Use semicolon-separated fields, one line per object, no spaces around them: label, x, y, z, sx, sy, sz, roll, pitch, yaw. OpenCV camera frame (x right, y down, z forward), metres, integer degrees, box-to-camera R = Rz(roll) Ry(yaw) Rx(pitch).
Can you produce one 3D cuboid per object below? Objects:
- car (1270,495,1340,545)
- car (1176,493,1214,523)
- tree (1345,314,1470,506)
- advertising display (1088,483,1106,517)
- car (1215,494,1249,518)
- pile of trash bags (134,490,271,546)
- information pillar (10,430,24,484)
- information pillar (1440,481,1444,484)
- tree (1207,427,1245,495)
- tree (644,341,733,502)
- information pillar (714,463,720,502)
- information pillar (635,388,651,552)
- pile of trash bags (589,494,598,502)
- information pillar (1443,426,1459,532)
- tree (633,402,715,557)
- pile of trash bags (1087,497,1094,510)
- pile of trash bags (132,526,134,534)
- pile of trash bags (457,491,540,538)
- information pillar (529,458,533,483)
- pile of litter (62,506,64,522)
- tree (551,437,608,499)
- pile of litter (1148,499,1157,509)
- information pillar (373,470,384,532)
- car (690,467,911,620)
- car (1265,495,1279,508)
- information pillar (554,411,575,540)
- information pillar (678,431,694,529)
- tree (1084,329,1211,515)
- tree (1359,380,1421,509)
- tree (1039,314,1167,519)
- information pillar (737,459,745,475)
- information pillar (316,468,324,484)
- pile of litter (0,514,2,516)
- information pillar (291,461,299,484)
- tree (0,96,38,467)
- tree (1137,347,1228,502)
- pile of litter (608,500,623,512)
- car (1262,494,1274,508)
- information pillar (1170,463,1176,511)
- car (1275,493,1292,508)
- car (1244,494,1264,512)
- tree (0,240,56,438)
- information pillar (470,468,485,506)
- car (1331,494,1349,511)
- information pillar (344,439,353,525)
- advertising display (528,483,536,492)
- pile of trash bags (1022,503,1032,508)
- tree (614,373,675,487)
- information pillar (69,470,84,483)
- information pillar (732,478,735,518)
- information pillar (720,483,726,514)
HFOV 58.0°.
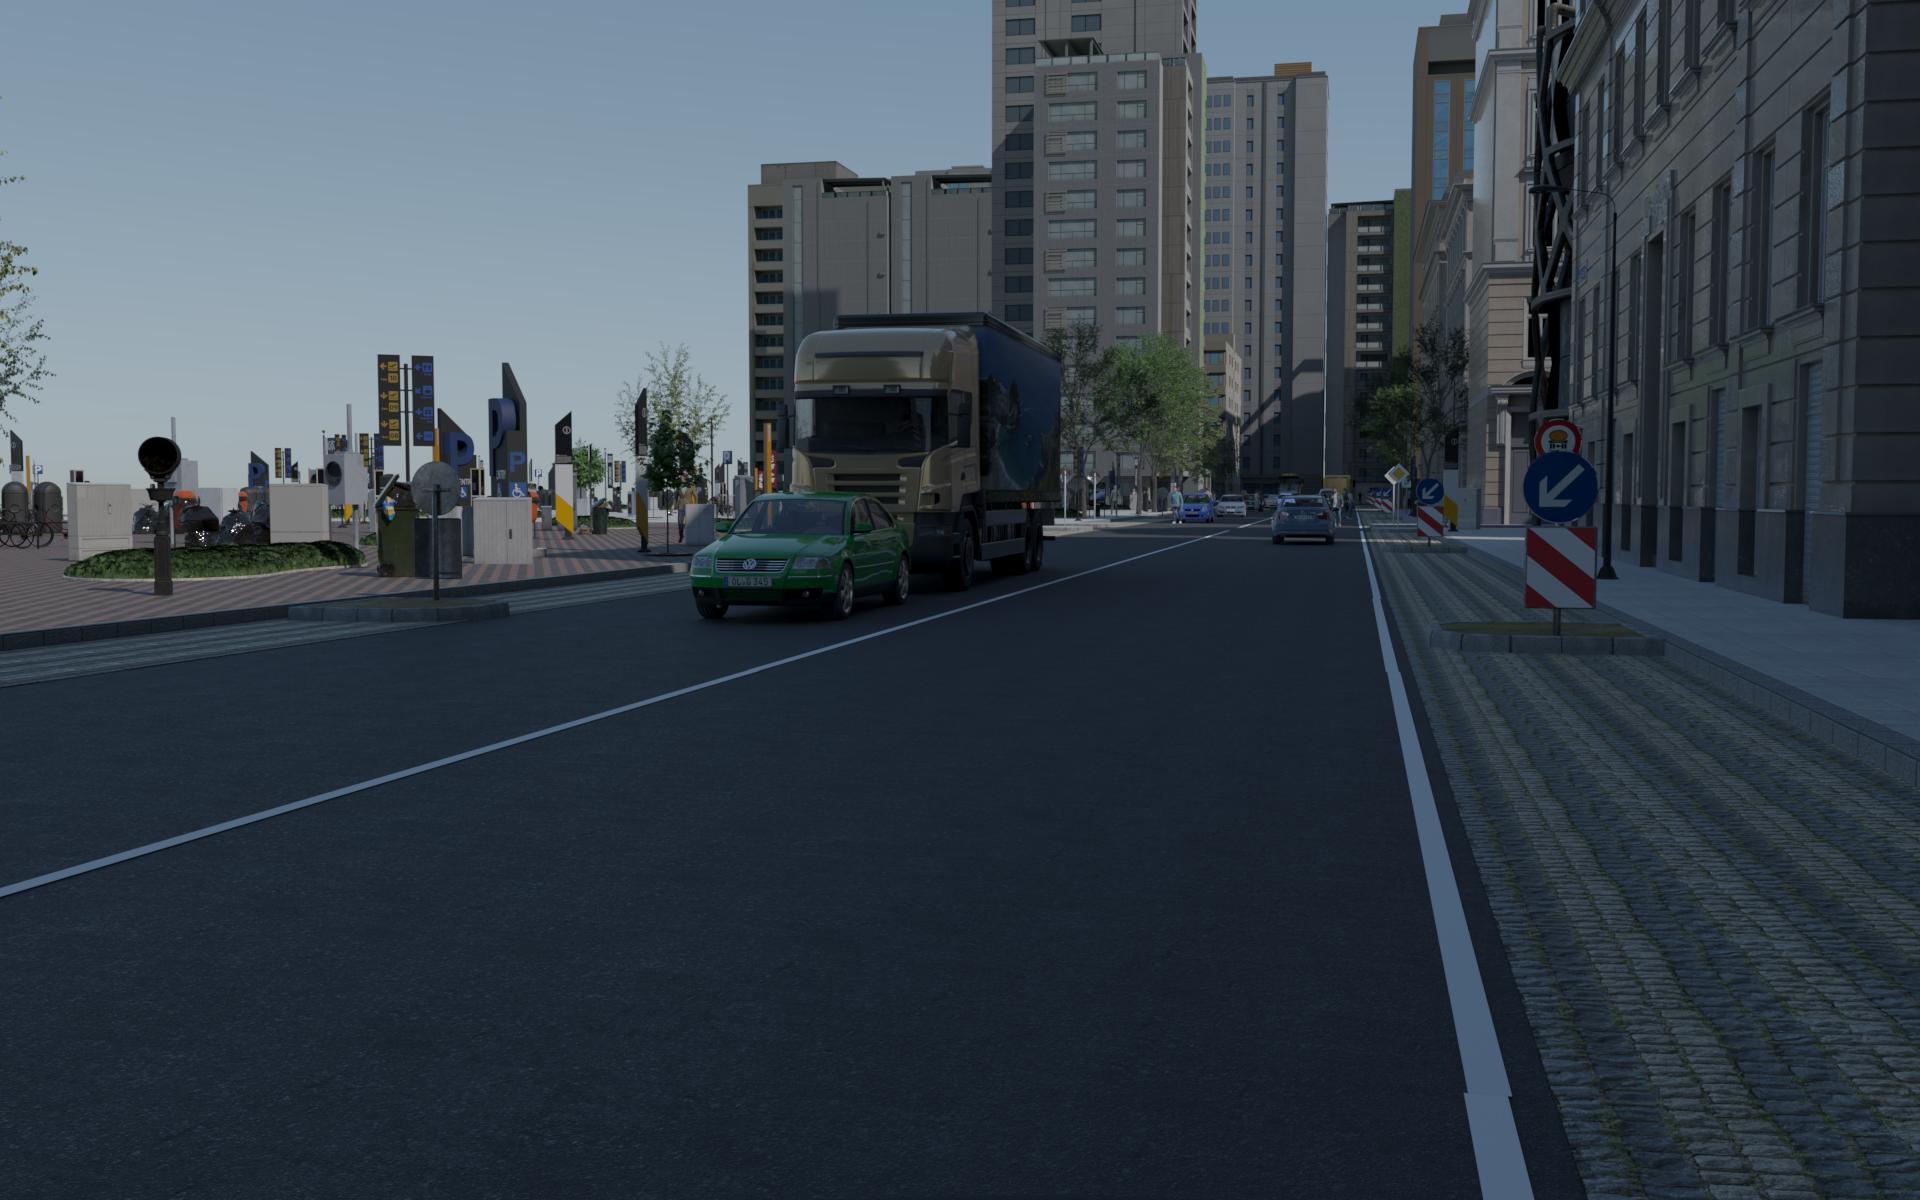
car;10.052;-2.359;50.571;2.014;1.417;4.499;1;4;13
car;11.890;-4.763;87.461;1.945;1.707;3.694;1;4;12
tree;24.379;-9.556;90.654;8.767;10.594;7.601;1;4;15
advertising display;7.662;-5.604;96.839;0.974;1.923;0.123;0;4;2
car;16.784;-5.795;106.754;2.014;1.417;4.499;1;4;12
pile of trash bags;-16.937;-1.822;39.545;3.447;1.369;1.912;2;4;35
information pillar;-34.340;-4.388;63.092;0.504;3.616;0.183;1;4;14
information pillar;27.422;-5.773;98.885;0.304;2.012;0.304;1;4;9
tree;29.386;-14.656;189.991;4.360;8.622;3.978;0;3;0
tree;-13.379;-8.132;83.322;4.737;8.622;4.395;0;3;0
information pillar;-18.568;-8.637;132.568;0.504;3.616;0.183;2;4;34
information pillar;-6.983;-2.854;38.010;0.183;3.616;0.504;1;4;14
pile of trash bags;-34.406;-9.205;160.254;1.912;1.369;3.447;-2;4;-27
information pillar;16.750;-4.139;59.029;0.504;3.616;0.183;1;4;9
tree;-6.150;-2.523;35.852;1.663;3.219;1.824;0;3;0
pile of trash bags;8.954;-7.726;136.075;3.447;1.369;1.912;0;4;-6
pile of trash bags;-25.720;-2.791;55.382;1.912;1.369;3.447;2;4;25
pile of trash bags;-13.855;-2.528;51.084;3.447;1.369;1.912;2;4;23
information pillar;-28.215;-7.492;113.856;0.183;3.616;0.504;-2;4;-33
pile of litter;-40.943;-3.924;78.118;1.176;0.858;1.719;-1;4;-20
tree;-21.912;-7.115;100.036;4.285;4.588;4.351;0;3;0
pile of litter;15.702;-7.977;144.388;1.719;0.858;1.176;1;4;15
information pillar;-17.729;-2.960;52.885;0.304;2.012;0.304;-2;4;-24
car;-1.856;-0.761;21.239;1.959;1.807;4.718;1;4;12
car;31.680;-9.893;174.118;2.083;1.381;4.827;1;4;11
information pillar;-11.092;-3.499;48.561;0.504;3.616;0.183;-1;4;-21
information pillar;-10.187;-4.491;64.783;0.504;3.616;0.183;-3;5;-39
tree;11.394;-11.196;108.816;9.928;11.665;9.643;0;3;0
tree;39.136;-13.879;152.678;9.928;11.665;9.643;0;3;0
tree;6.472;-9.441;88.774;8.767;10.594;7.601;1;4;11
information pillar;-14.524;-7.551;114.814;0.504;3.616;0.183;1;4;15
information pillar;-17.888;-2.699;48.624;0.304;2.012;0.304;-1;4;-18
pile of litter;-54.197;-5.130;97.846;1.176;0.858;1.719;-1;4;-11
information pillar;-46.682;-7.967;121.623;0.504;3.616;0.183;-1;4;-13
tree;-17.729;-4.835;29.417;4.737;8.622;4.395;0;3;0
tree;16.753;-13.231;134.460;7.486;12.596;7.792;0;3;0
pile of litter;-24.769;-6.673;123.073;1.719;0.858;1.176;1;4;16
car;32.524;-10.405;182.121;2.014;1.417;4.499;1;4;13
information pillar;15.804;-8.380;128.372;0.183;3.616;0.504;-2;4;-35
car;31.071;-9.519;165.220;1.945;1.707;3.694;1;4;13
car;23.767;-8.023;140.960;2.009;1.686;4.222;1;4;13
tree;-27.079;-5.918;47.123;4.360;8.622;3.978;0;3;0
information pillar;-13.752;-2.748;49.427;0.304;2.012;0.304;1;4;12
car;31.664;-8.249;144.658;2.009;1.686;4.222;1;4;12
information pillar;-25.108;-4.876;71.084;0.183;3.616;0.504;1;4;22
advertising display;-25.773;-6.001;103.328;0.974;1.923;0.123;-1;4;-19
pile of trash bags;4.324;-7.903;138.971;3.447;1.369;1.912;3;4;39
tree;-19.505;-9.564;106.741;4.360;8.622;3.978;0;3;0
information pillar;-26.722;-2.934;52.464;0.304;2.012;0.304;3;4;38
information pillar;-10.456;-4.695;81.250;0.304;2.012;0.304;2;4;33
information pillar;-15.482;-6.649;113.195;0.304;2.012;0.304;3;5;40
